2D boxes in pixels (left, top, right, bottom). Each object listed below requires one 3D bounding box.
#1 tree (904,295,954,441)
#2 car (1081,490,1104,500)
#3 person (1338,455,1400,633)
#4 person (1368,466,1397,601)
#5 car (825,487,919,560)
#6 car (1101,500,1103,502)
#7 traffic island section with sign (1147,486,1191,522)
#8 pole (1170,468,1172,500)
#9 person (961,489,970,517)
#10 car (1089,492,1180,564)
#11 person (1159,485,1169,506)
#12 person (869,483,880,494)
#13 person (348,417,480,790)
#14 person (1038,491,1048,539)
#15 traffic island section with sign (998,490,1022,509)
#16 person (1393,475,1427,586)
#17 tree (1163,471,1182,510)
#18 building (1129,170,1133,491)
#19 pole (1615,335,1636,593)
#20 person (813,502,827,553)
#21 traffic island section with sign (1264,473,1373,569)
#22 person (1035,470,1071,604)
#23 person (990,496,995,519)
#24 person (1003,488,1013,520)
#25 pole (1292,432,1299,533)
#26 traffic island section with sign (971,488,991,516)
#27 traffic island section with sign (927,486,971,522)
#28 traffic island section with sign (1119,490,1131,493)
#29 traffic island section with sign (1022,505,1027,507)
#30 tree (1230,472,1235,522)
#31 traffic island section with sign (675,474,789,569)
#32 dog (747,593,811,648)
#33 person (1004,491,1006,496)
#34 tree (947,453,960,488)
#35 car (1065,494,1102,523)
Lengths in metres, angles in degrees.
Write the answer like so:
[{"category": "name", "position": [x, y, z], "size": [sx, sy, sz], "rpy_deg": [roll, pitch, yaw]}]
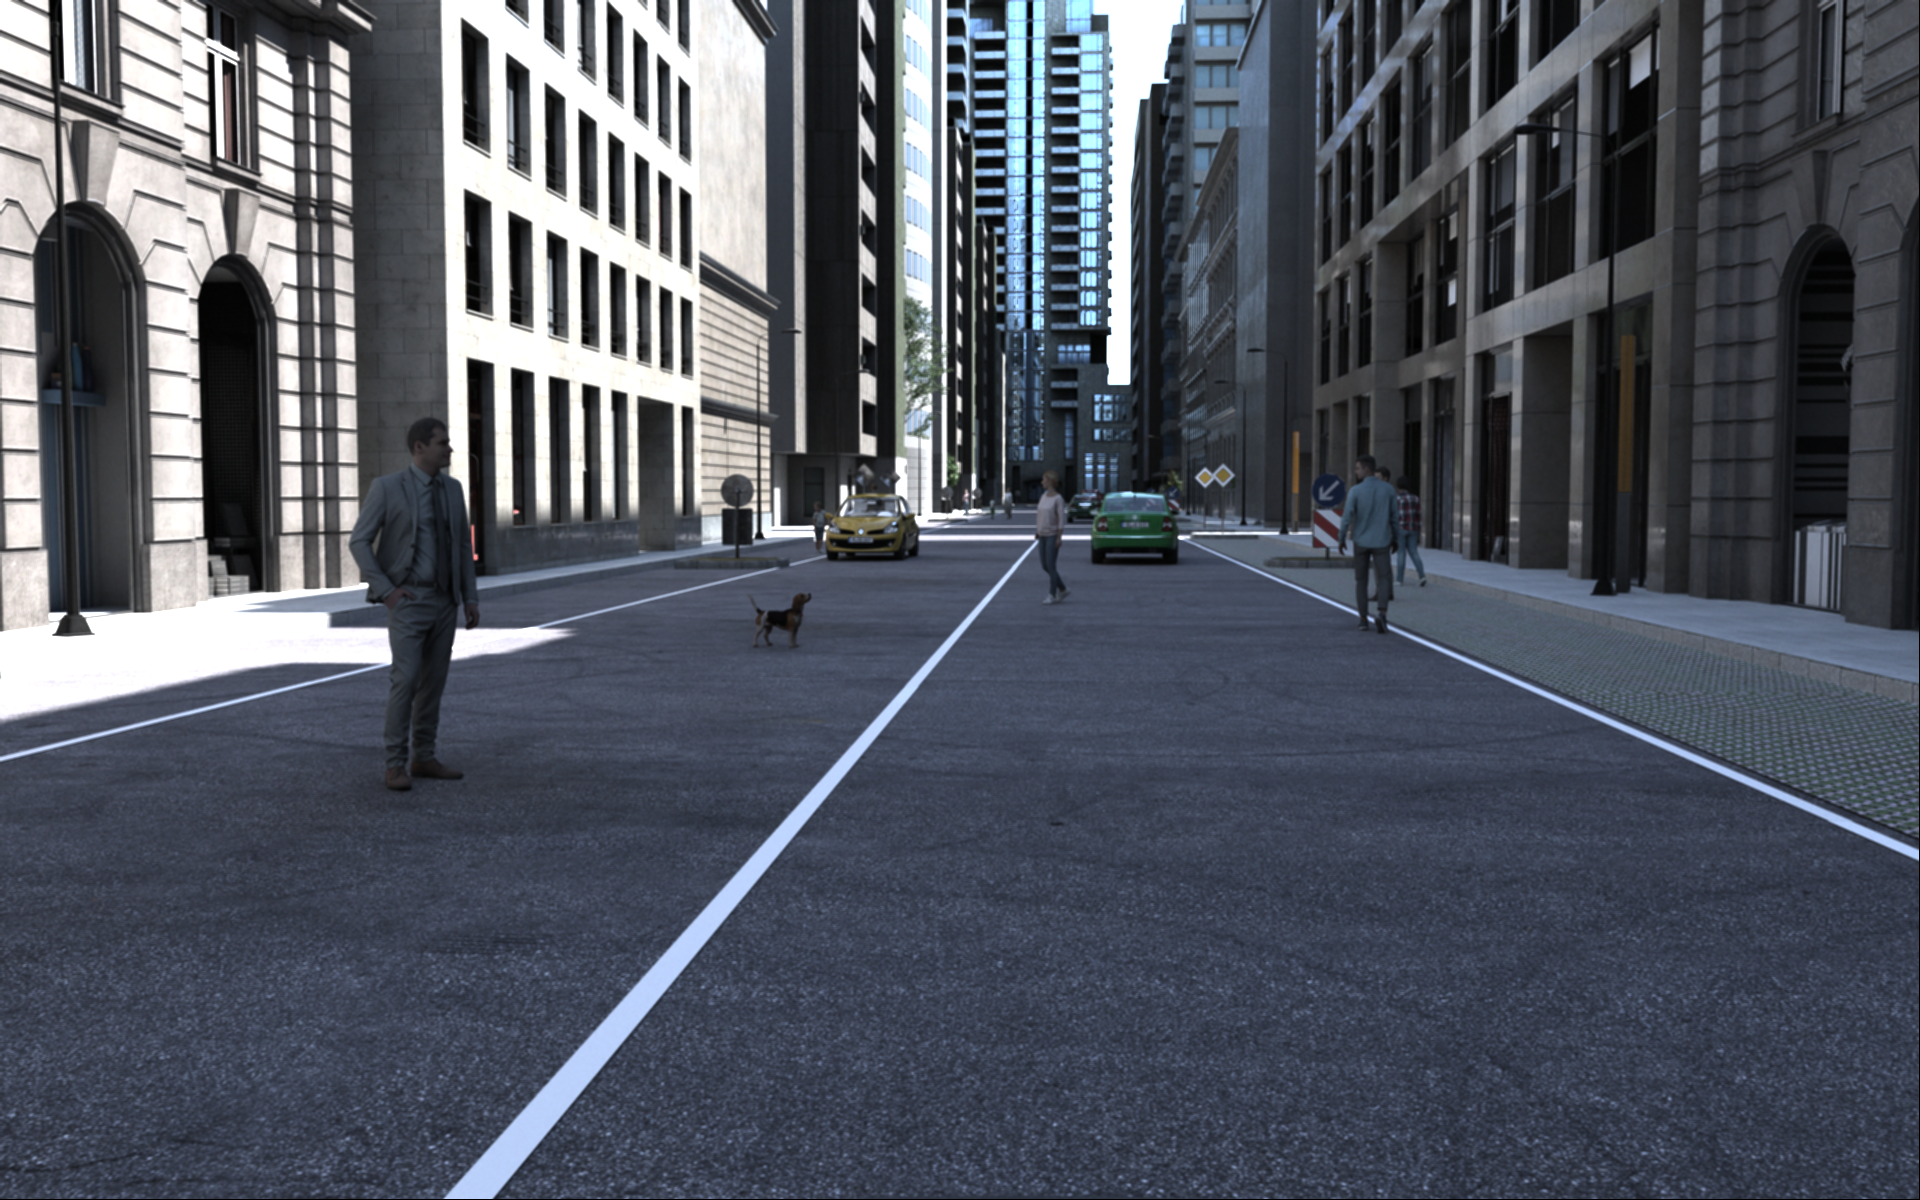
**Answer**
[{"category": "tree", "position": [-3.908, -9.691, 84.197], "size": [9.928, 11.665, 9.643], "rpy_deg": [0, 3, 0]}, {"category": "car", "position": [11.059, -8.445, 146.756], "size": [2.281, 1.827, 5.304], "rpy_deg": [0, 4, 5]}, {"category": "person", "position": [4.262, -0.594, 18.069], "size": [0.638, 1.841, 0.748], "rpy_deg": [1, 4, 14]}, {"category": "person", "position": [5.565, -0.885, 23.165], "size": [0.583, 1.804, 0.606], "rpy_deg": [0, 4, -7]}, {"category": "car", "position": [-1.937, -1.746, 38.773], "size": [2.015, 1.641, 3.980], "rpy_deg": [0, 4, 5]}, {"category": "car", "position": [8.754, -5.342, 96.142], "size": [1.959, 1.807, 4.718], "rpy_deg": [0, 4, 2]}, {"category": "traffic island section with sign", "position": [10.759, -4.895, 88.664], "size": [1.989, 1.847, 2.006], "rpy_deg": [0, 4, 4]}, {"category": "pole", "position": [16.665, -8.733, 136.622], "size": [0.158, 3.312, 0.155], "rpy_deg": [0, 3, 0]}, {"category": "person", "position": [0.388, -6.032, 107.711], "size": [0.643, 1.750, 0.593], "rpy_deg": [-2, 4, -28]}, {"category": "car", "position": [3.727, -1.724, 36.988], "size": [1.959, 1.807, 4.718], "rpy_deg": [0, 4, 6]}, {"category": "person", "position": [8.337, -3.876, 72.057], "size": [0.709, 1.800, 0.728], "rpy_deg": [0, 3, 0]}, {"category": "person", "position": [-2.547, -2.575, 51.147], "size": [0.519, 1.759, 0.362], "rpy_deg": [-2, 4, -32]}, {"category": "person", "position": [-2.696, -0.003, 8.648], "size": [0.391, 1.810, 0.635], "rpy_deg": [2, 4, 28]}, {"category": "person", "position": [2.627, -2.696, 52.600], "size": [0.620, 1.820, 0.660], "rpy_deg": [-1, 4, -21]}, {"category": "traffic island section with sign", "position": [4.683, -9.685, 166.976], "size": [1.989, 1.847, 2.006], "rpy_deg": [0, 4, 4]}, {"category": "person", "position": [6.920, -1.072, 26.867], "size": [0.563, 1.720, 0.643], "rpy_deg": [-1, 4, -17]}, {"category": "tree", "position": [17.721, -9.209, 145.174], "size": [1.663, 3.219, 1.824], "rpy_deg": [0, 3, 0]}, {"category": "building", "position": [29.707, -35.406, 229.001], "size": [14.200, 45.320, 14.600], "rpy_deg": [0, 4, 4]}, {"category": "pole", "position": [8.600, -1.745, 22.372], "size": [0.158, 3.312, 0.155], "rpy_deg": [0, 3, 0]}, {"category": "person", "position": [-3.399, -1.769, 42.110], "size": [0.332, 1.250, 0.352], "rpy_deg": [1, 4, 21]}, {"category": "traffic island section with sign", "position": [7.032, -1.555, 34.057], "size": [1.989, 1.847, 2.006], "rpy_deg": [0, 4, 4]}, {"category": "person", "position": [1.221, -0.825, 22.662], "size": [0.598, 1.740, 0.731], "rpy_deg": [-3, 5, -40]}, {"category": "person", "position": [1.825, -5.202, 97.808], "size": [0.306, 1.304, 0.590], "rpy_deg": [1, 4, 16]}, {"category": "person", "position": [2.737, -5.428, 97.466], "size": [0.478, 1.798, 0.641], "rpy_deg": [3, 4, 38]}, {"category": "pole", "position": [11.008, -3.852, 56.824], "size": [0.158, 3.312, 0.155], "rpy_deg": [0, 3, 0]}, {"category": "traffic island section with sign", "position": [1.219, -6.594, 116.442], "size": [1.989, 1.847, 2.006], "rpy_deg": [0, 4, 4]}, {"category": "traffic island section with sign", "position": [-0.619, -4.943, 89.449], "size": [1.989, 1.847, 2.006], "rpy_deg": [0, 4, 4]}, {"category": "traffic island section with sign", "position": [17.874, -11.248, 192.533], "size": [1.989, 1.847, 2.006], "rpy_deg": [0, 4, 4]}, {"category": "traffic island section with sign", "position": [6.525, -11.330, 193.868], "size": [1.989, 1.847, 2.006], "rpy_deg": [0, 4, 4]}, {"category": "tree", "position": [12.920, -5.176, 79.234], "size": [1.663, 3.219, 1.824], "rpy_deg": [0, 3, 0]}, {"category": "traffic island section with sign", "position": [-4.412, -1.551, 33.988], "size": [1.989, 1.847, 2.006], "rpy_deg": [0, 4, 4]}, {"category": "dog", "position": [-1.698, 0.185, 16.266], "size": [0.540, 0.507, 0.406], "rpy_deg": [-1, 4, -17]}, {"category": "person", "position": [4.181, -9.109, 158.344], "size": [0.530, 1.710, 0.541], "rpy_deg": [2, 4, 24]}, {"category": "tree", "position": [-1.507, -8.524, 123.088], "size": [4.285, 4.588, 4.351], "rpy_deg": [0, 3, 0]}, {"category": "car", "position": [6.330, -4.608, 87.141], "size": [2.131, 1.459, 4.920], "rpy_deg": [0, 4, 5]}]
